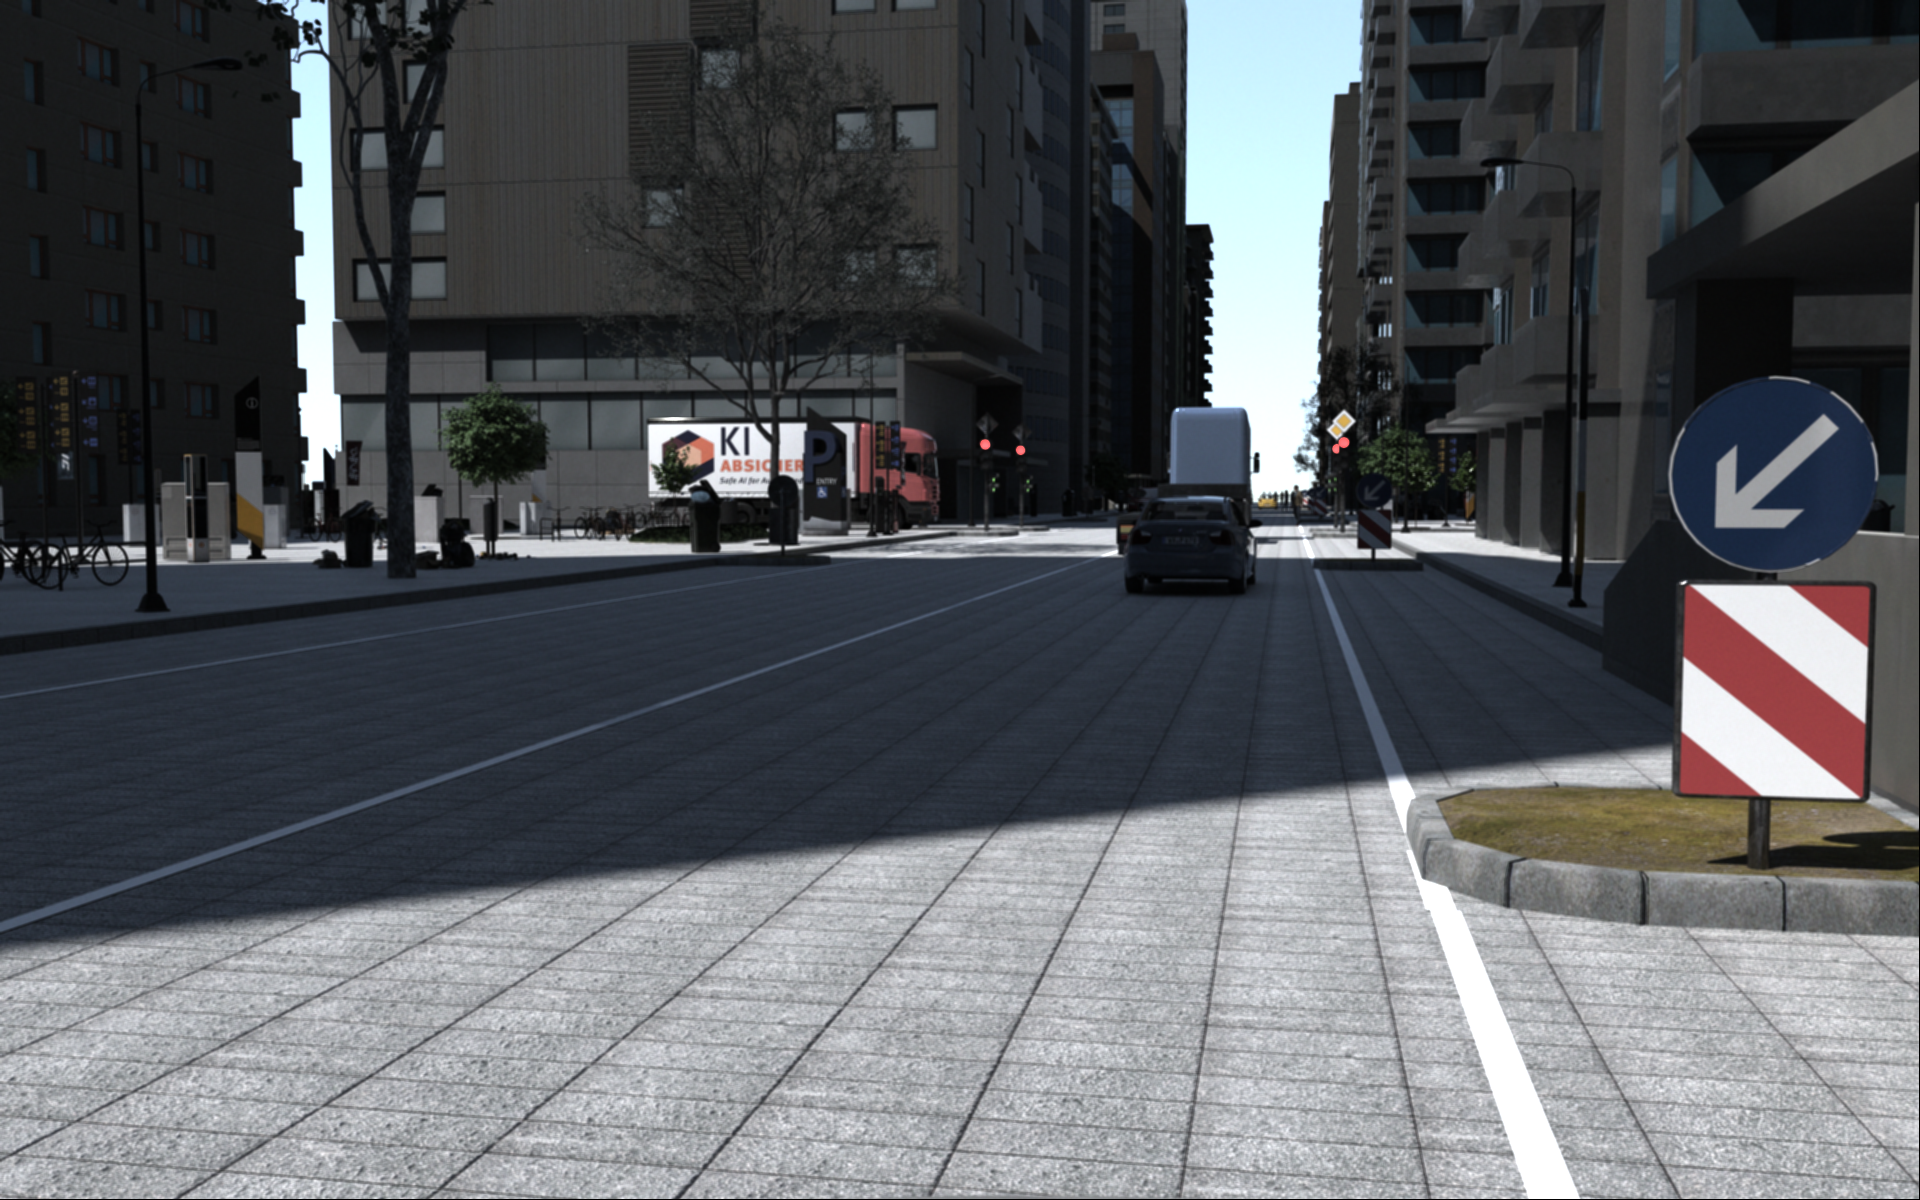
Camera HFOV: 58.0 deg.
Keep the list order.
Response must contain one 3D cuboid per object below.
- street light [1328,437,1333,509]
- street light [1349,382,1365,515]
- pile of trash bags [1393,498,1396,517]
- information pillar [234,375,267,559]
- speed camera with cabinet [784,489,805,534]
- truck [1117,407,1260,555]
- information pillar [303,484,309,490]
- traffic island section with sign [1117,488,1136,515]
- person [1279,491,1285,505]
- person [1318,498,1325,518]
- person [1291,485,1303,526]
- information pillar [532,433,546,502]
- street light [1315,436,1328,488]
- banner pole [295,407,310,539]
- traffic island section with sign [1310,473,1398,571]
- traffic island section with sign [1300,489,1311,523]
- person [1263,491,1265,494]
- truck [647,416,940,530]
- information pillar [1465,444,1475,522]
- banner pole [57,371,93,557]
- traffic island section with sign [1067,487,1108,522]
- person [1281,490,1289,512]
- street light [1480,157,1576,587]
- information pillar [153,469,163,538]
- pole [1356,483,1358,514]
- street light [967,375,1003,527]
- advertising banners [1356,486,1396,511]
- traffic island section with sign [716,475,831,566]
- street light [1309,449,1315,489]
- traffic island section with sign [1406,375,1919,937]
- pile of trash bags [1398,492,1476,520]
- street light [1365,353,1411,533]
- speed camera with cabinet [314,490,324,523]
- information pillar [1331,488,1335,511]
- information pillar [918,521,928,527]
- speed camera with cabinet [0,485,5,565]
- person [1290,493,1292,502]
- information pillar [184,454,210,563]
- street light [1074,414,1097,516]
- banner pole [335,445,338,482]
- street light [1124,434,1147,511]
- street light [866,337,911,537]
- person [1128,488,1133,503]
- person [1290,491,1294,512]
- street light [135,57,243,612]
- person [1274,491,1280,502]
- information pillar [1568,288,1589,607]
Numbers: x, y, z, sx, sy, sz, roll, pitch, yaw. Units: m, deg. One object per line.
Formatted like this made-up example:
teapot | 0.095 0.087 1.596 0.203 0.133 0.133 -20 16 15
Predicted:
street light | 23.251 -8.114 105.202 1.470 5.913 1.316 1 4 11
street light | 17.014 -6.082 71.987 1.470 5.913 1.316 1 4 11
pile of trash bags | 24.398 -5.389 97.869 1.912 1.369 3.447 0 4 -5
information pillar | -13.971 -2.613 34.077 0.504 3.616 0.183 -1 4 -14
speed camera with cabinet | -5.007 -3.747 55.595 2.038 3.252 0.660 -1 4 -19
truck | 6.568 -3.562 47.991 2.967 4.110 18.799 1 4 11
information pillar | -48.187 -7.535 127.691 0.304 2.012 0.304 1 4 22
traffic island section with sign | 11.656 -6.603 116.579 1.989 1.847 2.006 1 4 11
person | 41.448 -13.114 222.875 1.348 1.831 0.705 0 4 -5
person | 21.457 -5.728 102.708 0.362 1.759 0.519 3 5 40
person | 15.200 -4.262 78.091 0.656 1.842 0.836 2 4 29
information pillar | -14.333 -4.139 59.024 0.504 3.616 0.183 -2 4 -24
street light | 30.961 -10.632 146.373 1.470 5.913 1.316 1 4 11
banner pole | -19.151 -3.685 50.273 0.401 3.779 0.863 -2 4 -24
traffic island section with sign | 7.824 -1.511 33.326 1.989 1.847 2.006 1 4 11
traffic island section with sign | 18.062 -4.821 87.448 1.989 1.847 2.006 1 4 11
person | 41.648 -13.988 237.218 1.348 1.822 0.705 0 4 4
truck | -5.770 -4.593 64.005 11.283 4.237 2.839 1 4 9
information pillar | 23.727 -5.450 80.465 0.504 3.616 0.183 -3 4 -39
banner pole | -18.147 -2.773 35.353 0.863 3.779 0.401 2 4 24
traffic island section with sign | 6.643 -4.983 90.093 1.989 1.847 2.006 1 4 11
person | 25.913 -7.880 137.929 0.643 1.750 0.593 1 4 21
street light | 7.867 -3.144 23.953 1.470 5.913 1.316 1 4 11
information pillar | -23.691 -2.839 50.914 0.304 2.012 0.304 1 4 8
pole | 25.354 -7.124 110.325 0.158 3.312 0.155 0 3 0
street light | 0.992 -5.829 67.843 1.470 5.913 1.316 1 4 11
advertising banners | 20.015 -5.294 82.752 2.074 3.025 0.090 1 4 12
traffic island section with sign | -3.720 -1.633 35.326 1.989 1.847 2.006 1 4 11
street light | 37.307 -12.683 179.902 1.470 5.913 1.316 1 4 11
traffic island section with sign | 2.770 0.123 6.617 1.989 1.847 2.006 1 4 11
pile of trash bags | 23.528 -4.602 84.992 3.447 1.369 1.912 2 4 24
street light | 14.190 -5.174 57.141 1.470 5.913 1.316 1 4 11
speed camera with cabinet | -29.486 -5.071 77.250 2.038 3.252 0.660 0 4 -7
information pillar | 27.781 -7.584 128.490 0.304 2.012 0.304 -3 5 -44
information pillar | -1.385 -4.652 67.419 0.504 3.616 0.183 2 4 35
speed camera with cabinet | -16.790 -2.139 29.309 0.660 3.252 2.038 -1 4 -16
person | 50.981 -15.685 266.426 0.415 1.643 0.593 2 4 33
information pillar | -14.228 -1.701 32.300 0.304 2.012 0.304 3 5 42
street light | 7.249 -7.848 100.863 1.470 5.913 1.316 1 4 11
banner pole | -31.531 -5.969 87.609 0.401 3.779 0.863 -1 4 -12
street light | 13.397 -9.851 133.597 1.470 5.913 1.316 1 4 11
street light | -2.099 -4.823 51.395 1.470 5.913 1.316 1 4 11
person | 9.668 -5.425 97.375 0.526 1.800 0.537 3 4 36
person | 26.859 -7.963 139.700 0.512 1.701 0.522 1 4 13
street light | -8.307 -2.821 18.673 1.470 5.913 1.316 1 4 11
person | 34.716 -11.065 190.135 0.721 1.736 1.217 -3 5 -42
information pillar | 7.025 -1.727 19.588 0.183 3.616 0.504 1 4 16
